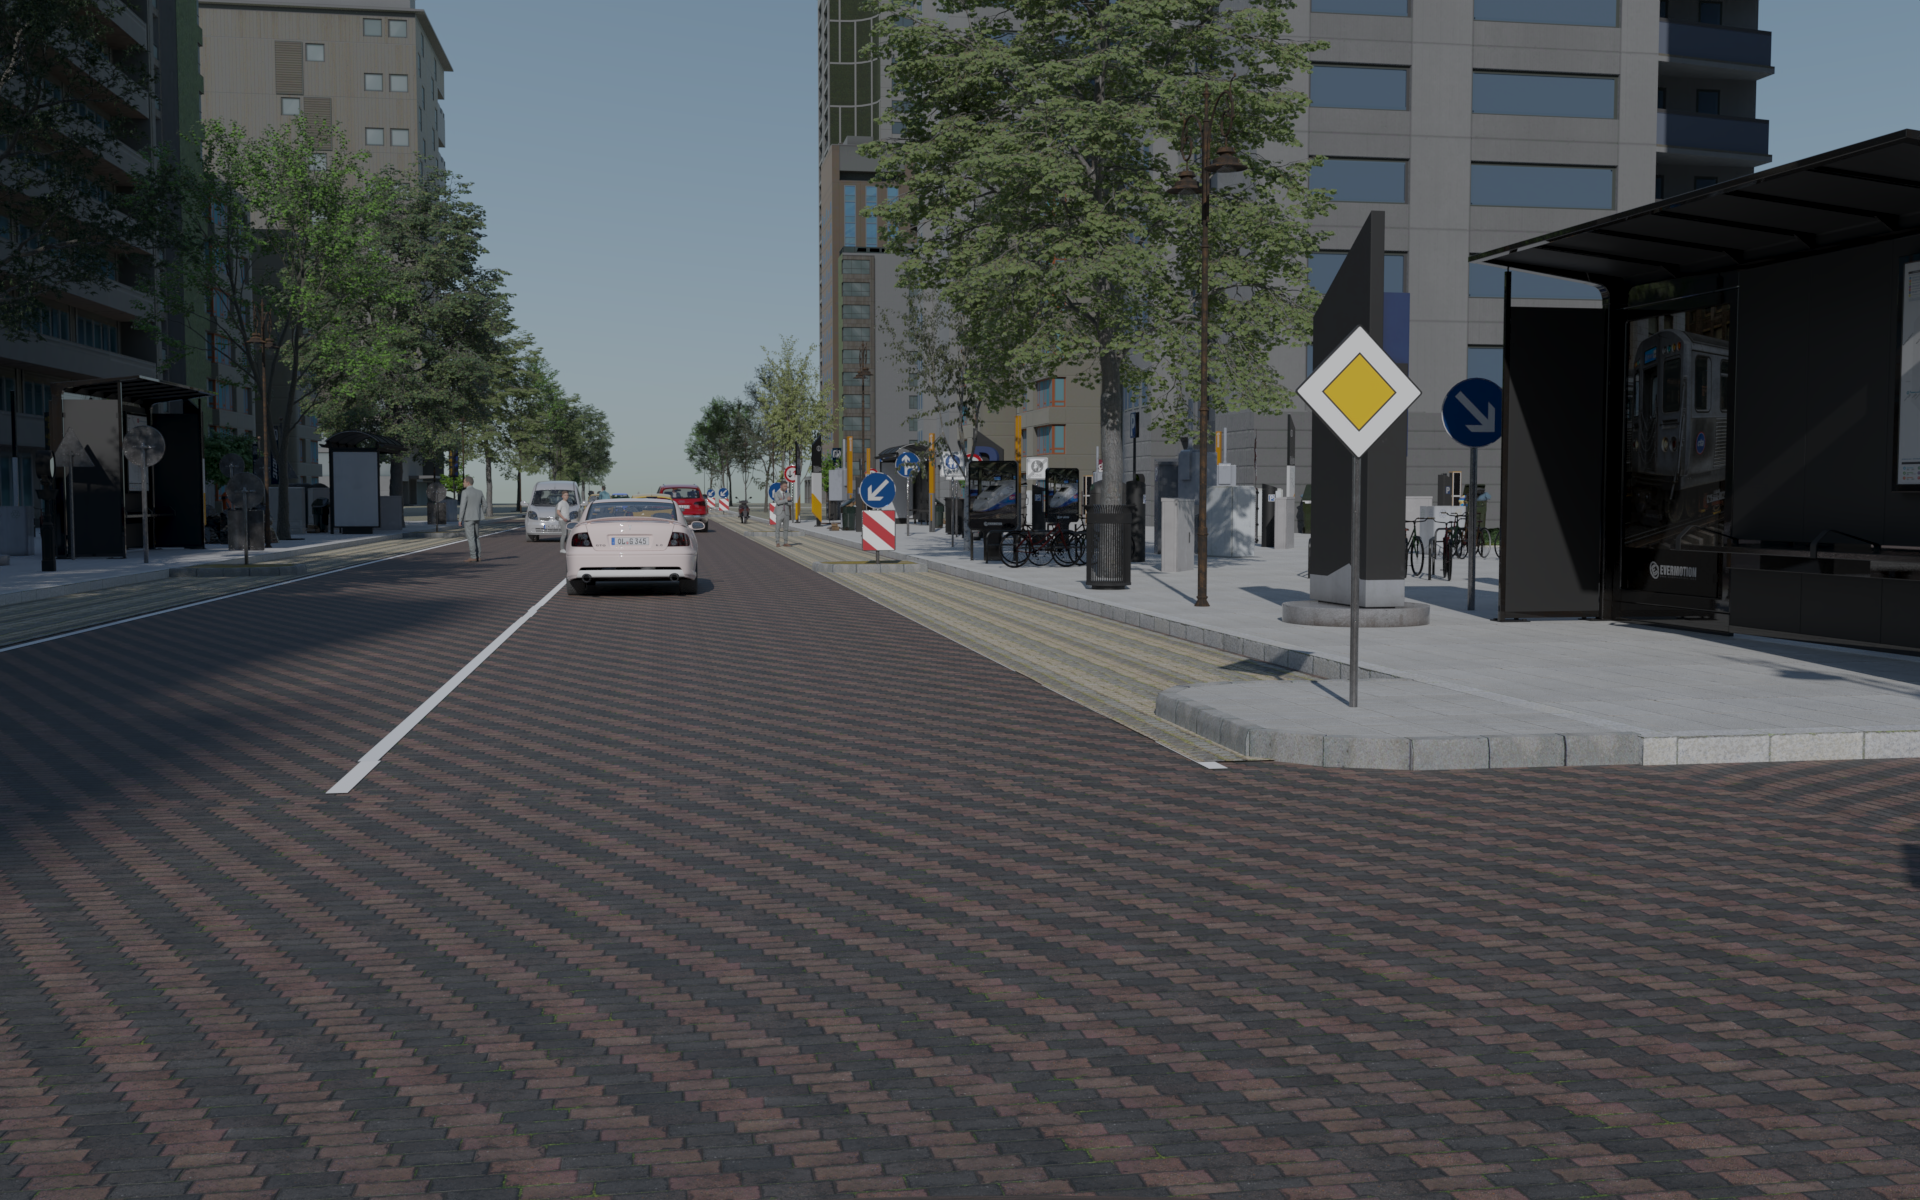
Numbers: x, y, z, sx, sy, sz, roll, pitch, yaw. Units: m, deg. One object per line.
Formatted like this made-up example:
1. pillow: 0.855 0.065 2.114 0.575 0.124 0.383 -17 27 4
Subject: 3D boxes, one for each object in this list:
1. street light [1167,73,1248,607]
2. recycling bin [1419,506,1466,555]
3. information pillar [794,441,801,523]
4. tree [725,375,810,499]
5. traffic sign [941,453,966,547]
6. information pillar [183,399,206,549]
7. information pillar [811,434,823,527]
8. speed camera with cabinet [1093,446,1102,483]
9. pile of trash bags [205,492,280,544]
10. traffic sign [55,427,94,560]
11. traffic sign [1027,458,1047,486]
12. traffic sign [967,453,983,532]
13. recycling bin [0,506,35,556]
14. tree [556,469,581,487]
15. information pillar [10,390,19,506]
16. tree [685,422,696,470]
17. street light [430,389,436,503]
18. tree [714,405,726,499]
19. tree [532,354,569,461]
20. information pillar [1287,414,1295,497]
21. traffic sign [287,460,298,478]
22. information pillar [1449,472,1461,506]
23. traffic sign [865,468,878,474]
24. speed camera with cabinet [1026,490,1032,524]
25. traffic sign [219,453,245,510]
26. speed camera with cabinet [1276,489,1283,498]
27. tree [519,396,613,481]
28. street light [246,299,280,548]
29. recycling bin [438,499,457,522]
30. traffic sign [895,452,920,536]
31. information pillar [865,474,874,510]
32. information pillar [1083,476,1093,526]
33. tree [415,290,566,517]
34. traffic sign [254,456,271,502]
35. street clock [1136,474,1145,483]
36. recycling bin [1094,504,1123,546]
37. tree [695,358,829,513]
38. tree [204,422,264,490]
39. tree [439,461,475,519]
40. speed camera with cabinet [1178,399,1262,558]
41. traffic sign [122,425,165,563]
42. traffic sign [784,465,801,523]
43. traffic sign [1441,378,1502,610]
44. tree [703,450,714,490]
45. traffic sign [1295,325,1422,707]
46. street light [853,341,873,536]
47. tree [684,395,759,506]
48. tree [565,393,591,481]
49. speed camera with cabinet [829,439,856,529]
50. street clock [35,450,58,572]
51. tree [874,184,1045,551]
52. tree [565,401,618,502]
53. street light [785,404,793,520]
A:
1. street light: 2.766 -2.864 19.610 0.468 5.910 1.993 -1 4 -10
2. recycling bin: 10.210 -1.475 36.664 0.722 1.027 0.722 -1 4 -12
3. information pillar: -7.144 -5.193 76.254 0.183 3.616 0.504 1 4 13
4. tree: -10.950 -9.400 104.051 4.360 8.622 3.978 0 3 0
5. traffic sign: -0.178 -2.433 41.914 0.606 2.300 0.079 0 4 -3
6. information pillar: -17.936 -3.009 40.556 0.504 3.616 0.183 1 4 11
7. information pillar: -5.611 -4.681 67.892 0.183 3.616 0.504 3 5 40
8. speed camera with cabinet: 6.003 -4.698 71.148 0.660 3.252 2.038 -1 4 -11
9. pile of trash bags: -19.494 -2.166 45.173 3.447 1.369 1.912 1 4 21
10. traffic sign: -17.213 -2.052 33.547 0.884 2.594 0.081 0 4 0
11. traffic sign: 2.162 -2.849 48.710 0.606 2.300 0.079 -1 4 -10
12. traffic sign: 0.352 -3.303 54.106 0.768 2.556 0.104 0 4 -7
13. recycling bin: -19.806 -1.444 36.166 0.722 1.027 0.722 -1 4 -17
14. tree: -41.114 -12.057 180.840 4.285 4.588 4.351 0 3 0
15. information pillar: -21.463 -2.936 39.352 0.183 3.616 0.504 -2 4 -26
16. tree: -23.446 -14.411 170.037 7.601 10.594 8.767 -1 4 -16
17. street light: -22.216 -6.139 73.166 0.468 5.910 1.993 -1 4 -10
18. tree: -16.207 -11.043 130.915 4.360 8.622 3.978 0 3 0
19. tree: -32.263 -12.300 126.854 9.928 11.665 9.643 0 3 0
20. information pillar: 9.709 -3.639 50.852 0.183 3.616 0.504 2 4 30
21. traffic sign: -22.976 -3.606 58.966 0.884 2.594 0.081 -1 4 -8
22. information pillar: 16.184 -3.192 56.685 0.304 2.012 0.304 -1 4 -11
23. traffic sign: -4.380 -5.250 85.943 0.768 2.556 0.104 -1 4 -10
24. speed camera with cabinet: 2.309 -4.976 75.685 2.038 3.252 0.660 2 4 27
25. traffic sign: -22.794 -3.312 54.253 0.768 2.556 0.104 0 4 -5
26. speed camera with cabinet: 8.612 -3.516 51.816 2.038 3.252 0.660 0 4 8
27. tree: -37.290 -13.683 158.136 8.767 10.594 7.601 2 4 30
28. street light: -16.536 -4.186 41.221 0.468 5.910 1.993 -1 4 -10
29. recycling bin: -23.954 -4.175 80.815 0.722 1.027 0.722 1 4 18
30. traffic sign: -1.584 -3.219 52.738 0.768 2.556 0.104 0 4 -4
31. information pillar: -3.276 -3.521 62.063 0.304 2.012 0.304 -1 4 -20
32. information pillar: 5.080 -3.941 68.924 0.304 2.012 0.304 -1 4 -20
33. tree: -26.849 -10.932 96.867 7.486 12.596 7.792 0 3 0
34. traffic sign: -23.370 -3.558 58.283 0.768 2.556 0.104 0 4 -3
35. street clock: 6.361 -3.482 61.500 0.358 2.002 0.471 -1 4 -22
36. recycling bin: 3.681 -1.791 41.834 0.722 1.027 0.722 -1 4 -19
37. tree: -13.435 -11.320 119.498 8.767 10.594 7.601 -1 4 -11
38. tree: -33.298 -5.817 78.822 4.285 4.588 4.351 0 3 0
39. tree: -25.825 -5.733 88.334 1.663 3.219 1.824 0 3 0
40. speed camera with cabinet: 5.252 -2.518 35.502 0.660 3.252 2.038 -2 4 -25
41. traffic sign: -15.121 -1.957 32.102 0.768 2.556 0.104 0 4 -4
42. traffic sign: -7.415 -4.691 76.800 0.768 2.556 0.104 0 4 -1
43. traffic sign: 5.645 -1.159 19.051 0.768 2.556 0.104 0 4 -2
44. tree: -28.149 -15.415 202.390 4.360 8.622 3.978 0 3 0
45. traffic sign: 2.367 -0.411 10.370 0.795 2.450 0.064 -1 4 -10
46. street light: -2.916 -4.859 52.234 0.468 5.910 1.993 -1 4 -10
47. tree: -24.325 -15.689 182.268 9.928 11.665 9.643 0 3 0
48. tree: -40.604 -15.565 172.610 7.486 12.596 7.792 0 3 0
49. speed camera with cabinet: -4.045 -4.209 63.159 0.660 3.252 2.038 2 4 25
50. street clock: -15.130 -1.476 28.705 0.358 2.002 0.471 -1 4 -17
51. tree: 0.114 -5.443 39.359 4.360 8.622 3.978 0 3 0
52. tree: -51.941 -20.304 238.629 9.857 13.997 8.962 0 3 0
53. street light: -8.279 -6.816 84.233 0.468 5.910 1.993 -1 4 -10
